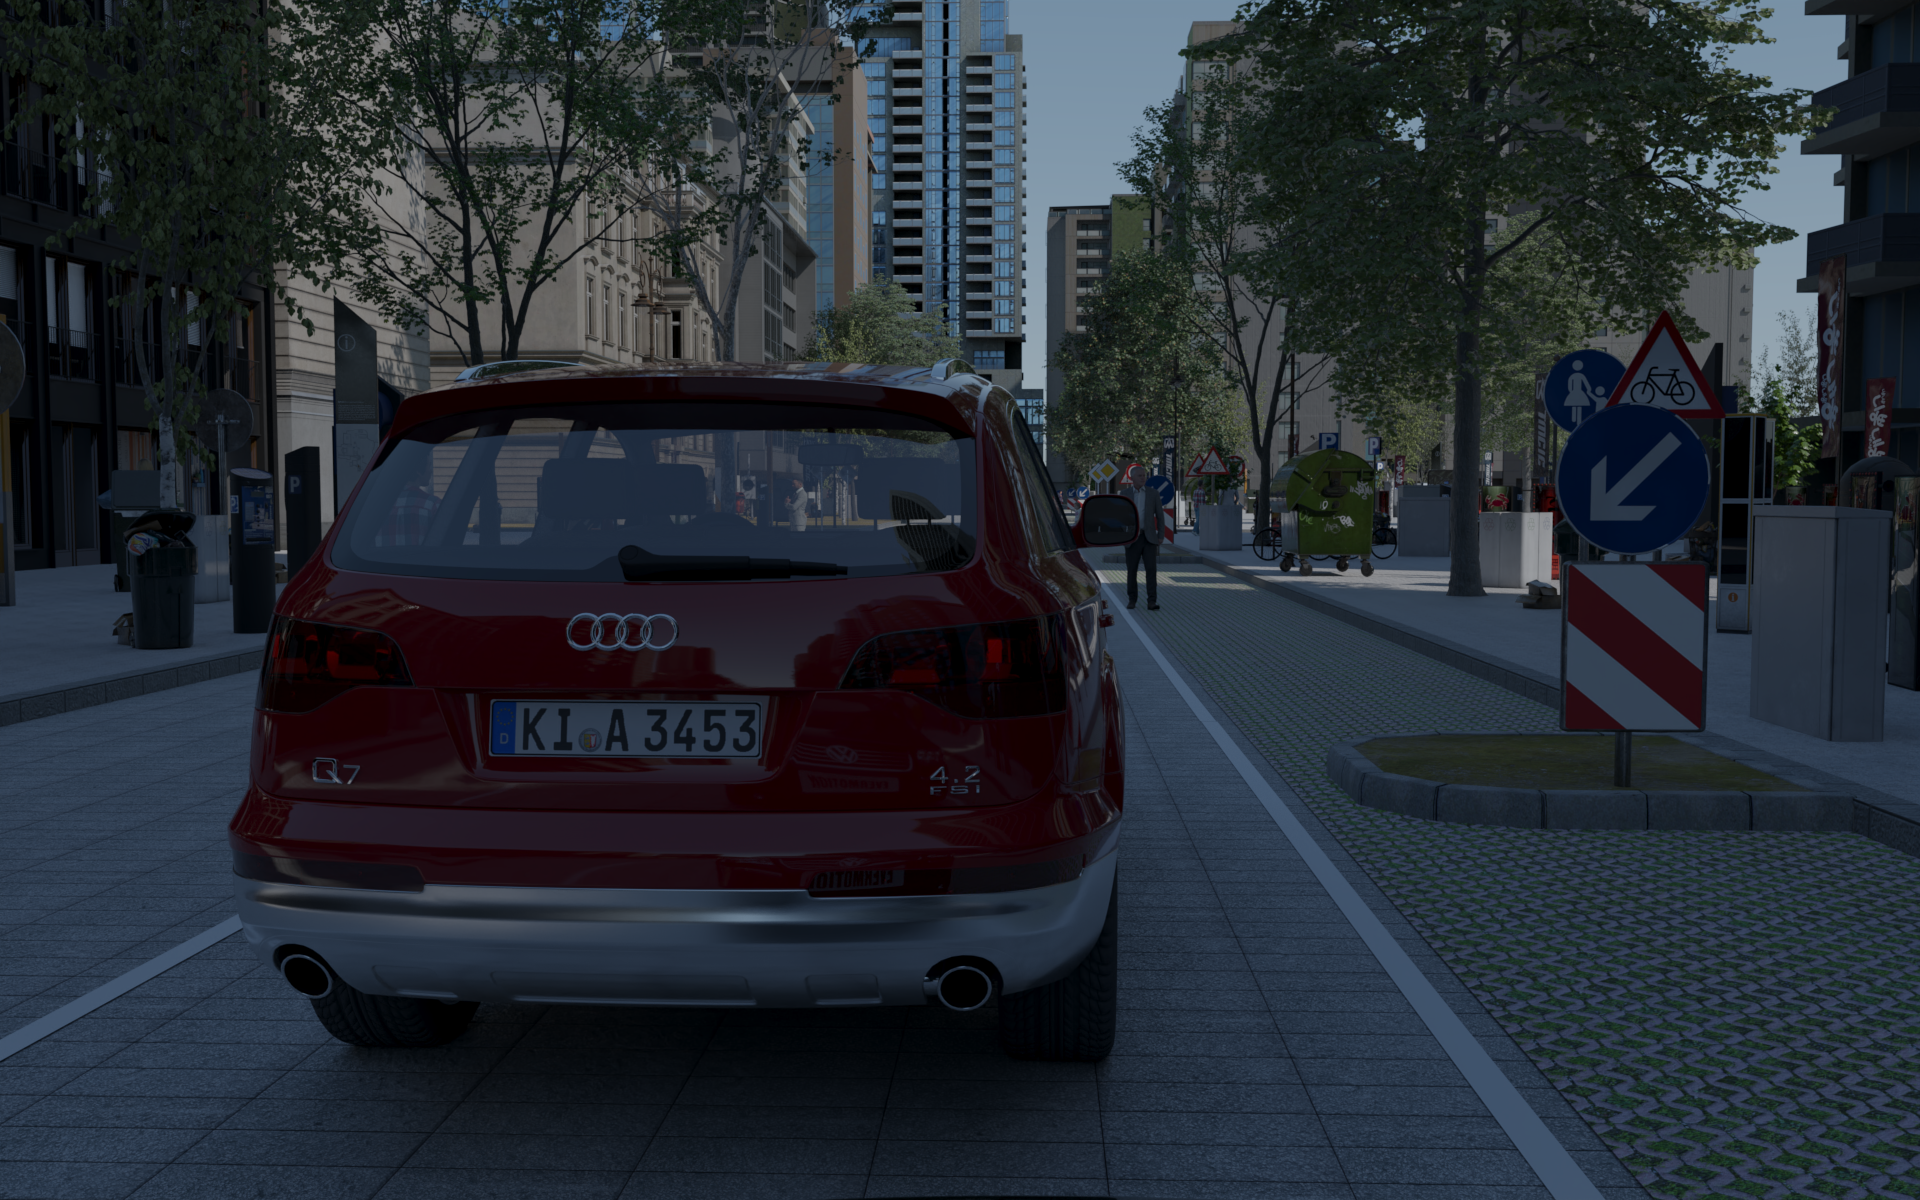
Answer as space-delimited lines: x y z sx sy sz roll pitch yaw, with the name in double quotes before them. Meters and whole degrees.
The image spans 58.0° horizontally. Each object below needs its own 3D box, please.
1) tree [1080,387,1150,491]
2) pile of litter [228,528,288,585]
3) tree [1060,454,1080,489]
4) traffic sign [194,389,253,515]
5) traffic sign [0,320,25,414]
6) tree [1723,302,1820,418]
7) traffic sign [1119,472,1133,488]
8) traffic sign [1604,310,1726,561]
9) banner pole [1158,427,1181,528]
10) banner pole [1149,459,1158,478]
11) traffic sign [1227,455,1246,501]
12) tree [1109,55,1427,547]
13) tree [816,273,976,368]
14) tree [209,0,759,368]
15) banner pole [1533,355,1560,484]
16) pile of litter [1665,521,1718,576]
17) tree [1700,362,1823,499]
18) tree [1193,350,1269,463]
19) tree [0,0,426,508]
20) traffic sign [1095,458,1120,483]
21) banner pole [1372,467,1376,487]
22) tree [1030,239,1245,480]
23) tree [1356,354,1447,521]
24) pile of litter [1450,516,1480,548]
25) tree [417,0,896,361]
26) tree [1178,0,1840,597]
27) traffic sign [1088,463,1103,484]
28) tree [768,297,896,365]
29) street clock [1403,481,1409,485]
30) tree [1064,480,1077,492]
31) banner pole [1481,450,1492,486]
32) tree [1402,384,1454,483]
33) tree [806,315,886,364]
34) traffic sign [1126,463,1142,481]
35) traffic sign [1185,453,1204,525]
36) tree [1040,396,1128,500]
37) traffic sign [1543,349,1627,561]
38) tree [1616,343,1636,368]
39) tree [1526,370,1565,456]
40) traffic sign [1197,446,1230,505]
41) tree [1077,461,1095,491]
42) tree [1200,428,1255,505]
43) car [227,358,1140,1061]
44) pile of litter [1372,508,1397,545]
"tree" 9.810 -9.342 103.101 4.360 8.622 3.978 0 3 0
"pile of litter" -10.154 -0.681 25.098 1.176 0.858 1.719 0 4 6
"tree" 10.178 -11.589 139.849 4.360 8.622 3.978 0 3 0
"traffic sign" -8.910 -1.275 20.948 0.768 2.556 0.104 0 4 7
"traffic sign" -6.897 -0.734 12.105 0.768 2.556 0.104 0 4 5
"tree" 31.981 -7.127 66.893 4.360 8.622 3.978 0 3 0
"traffic sign" 8.734 -5.530 90.423 0.884 2.594 0.081 1 4 11
"traffic sign" 4.982 -0.755 12.352 0.884 2.594 0.081 0 4 3
"banner pole" 7.965 -4.572 64.766 0.863 3.779 0.401 2 4 25
"banner pole" 10.979 -6.634 98.486 0.863 3.779 0.401 -1 4 -14
"traffic sign" 8.965 -3.467 56.783 0.768 2.556 0.104 0 4 7
"tree" 7.395 -7.121 42.188 9.928 11.665 9.643 0 3 0
"tree" -3.770 -11.793 99.475 9.857 13.997 8.962 0 3 0
"tree" -7.072 -6.144 26.213 9.928 11.665 9.643 0 3 0
"banner pole" 10.636 -2.531 31.395 0.401 3.779 0.863 -1 4 -17
"pile of litter" 11.603 -0.839 27.680 1.176 0.858 1.719 3 5 44
"tree" 11.971 -1.885 25.427 1.663 3.219 1.824 0 3 0
"tree" 13.412 -8.366 87.140 4.737 8.622 4.395 0 3 0
"tree" -7.557 -4.068 16.882 4.737 8.622 4.395 0 3 0
"traffic sign" 4.829 -3.321 56.492 0.795 2.593 0.064 0 4 2
"banner pole" 27.478 -7.680 115.584 0.863 3.779 0.401 2 4 26
"tree" 8.180 -9.853 78.099 9.611 12.733 9.660 0 3 0
"tree" 20.667 -8.062 82.181 4.737 8.622 4.395 0 3 0
"pile of litter" 11.640 -1.509 38.645 1.176 0.858 1.719 -1 4 -15
"tree" -7.355 -11.645 46.279 12.611 20.169 13.585 0 3 0
"tree" 6.427 -6.296 21.060 7.486 12.596 7.792 0 3 0
"traffic sign" 5.164 -3.809 64.470 0.795 2.593 0.064 0 4 2
"tree" -5.324 -9.047 82.325 7.601 10.594 8.767 1 4 21
"street clock" 27.398 -6.233 106.478 0.471 2.002 0.358 -3 5 -45
"tree" 13.940 -13.399 213.679 1.663 3.219 1.824 0 3 0
"banner pole" 26.301 -5.912 86.685 0.863 3.779 0.401 -2 4 -28
"tree" 30.542 -9.983 113.584 4.360 8.622 3.978 0 3 0
"tree" -4.770 -7.437 71.960 4.737 8.622 4.395 0 3 0
"traffic sign" 7.232 -4.369 71.531 0.768 2.556 0.104 0 4 8
"traffic sign" 7.485 -3.321 54.306 0.884 2.594 0.081 0 4 6
"tree" 12.893 -16.408 178.642 12.009 13.543 11.850 0 3 0
"traffic sign" 5.525 -0.930 15.310 0.768 2.556 0.104 1 4 9
"tree" 32.634 -8.162 83.816 4.360 8.622 3.978 0 3 0
"tree" 34.586 -9.168 100.264 4.360 8.622 3.978 0 3 0
"traffic sign" 6.810 -2.853 46.649 0.884 2.594 0.081 1 4 8
"tree" 12.472 -10.787 160.082 4.285 4.588 4.351 0 3 0
"tree" 7.414 -3.396 50.130 1.663 3.219 1.824 0 3 0
"car" -0.503 0.165 5.972 2.281 1.827 5.304 0 4 4
"pile of litter" 10.905 -1.864 44.440 1.176 0.858 1.719 -2 4 -35
